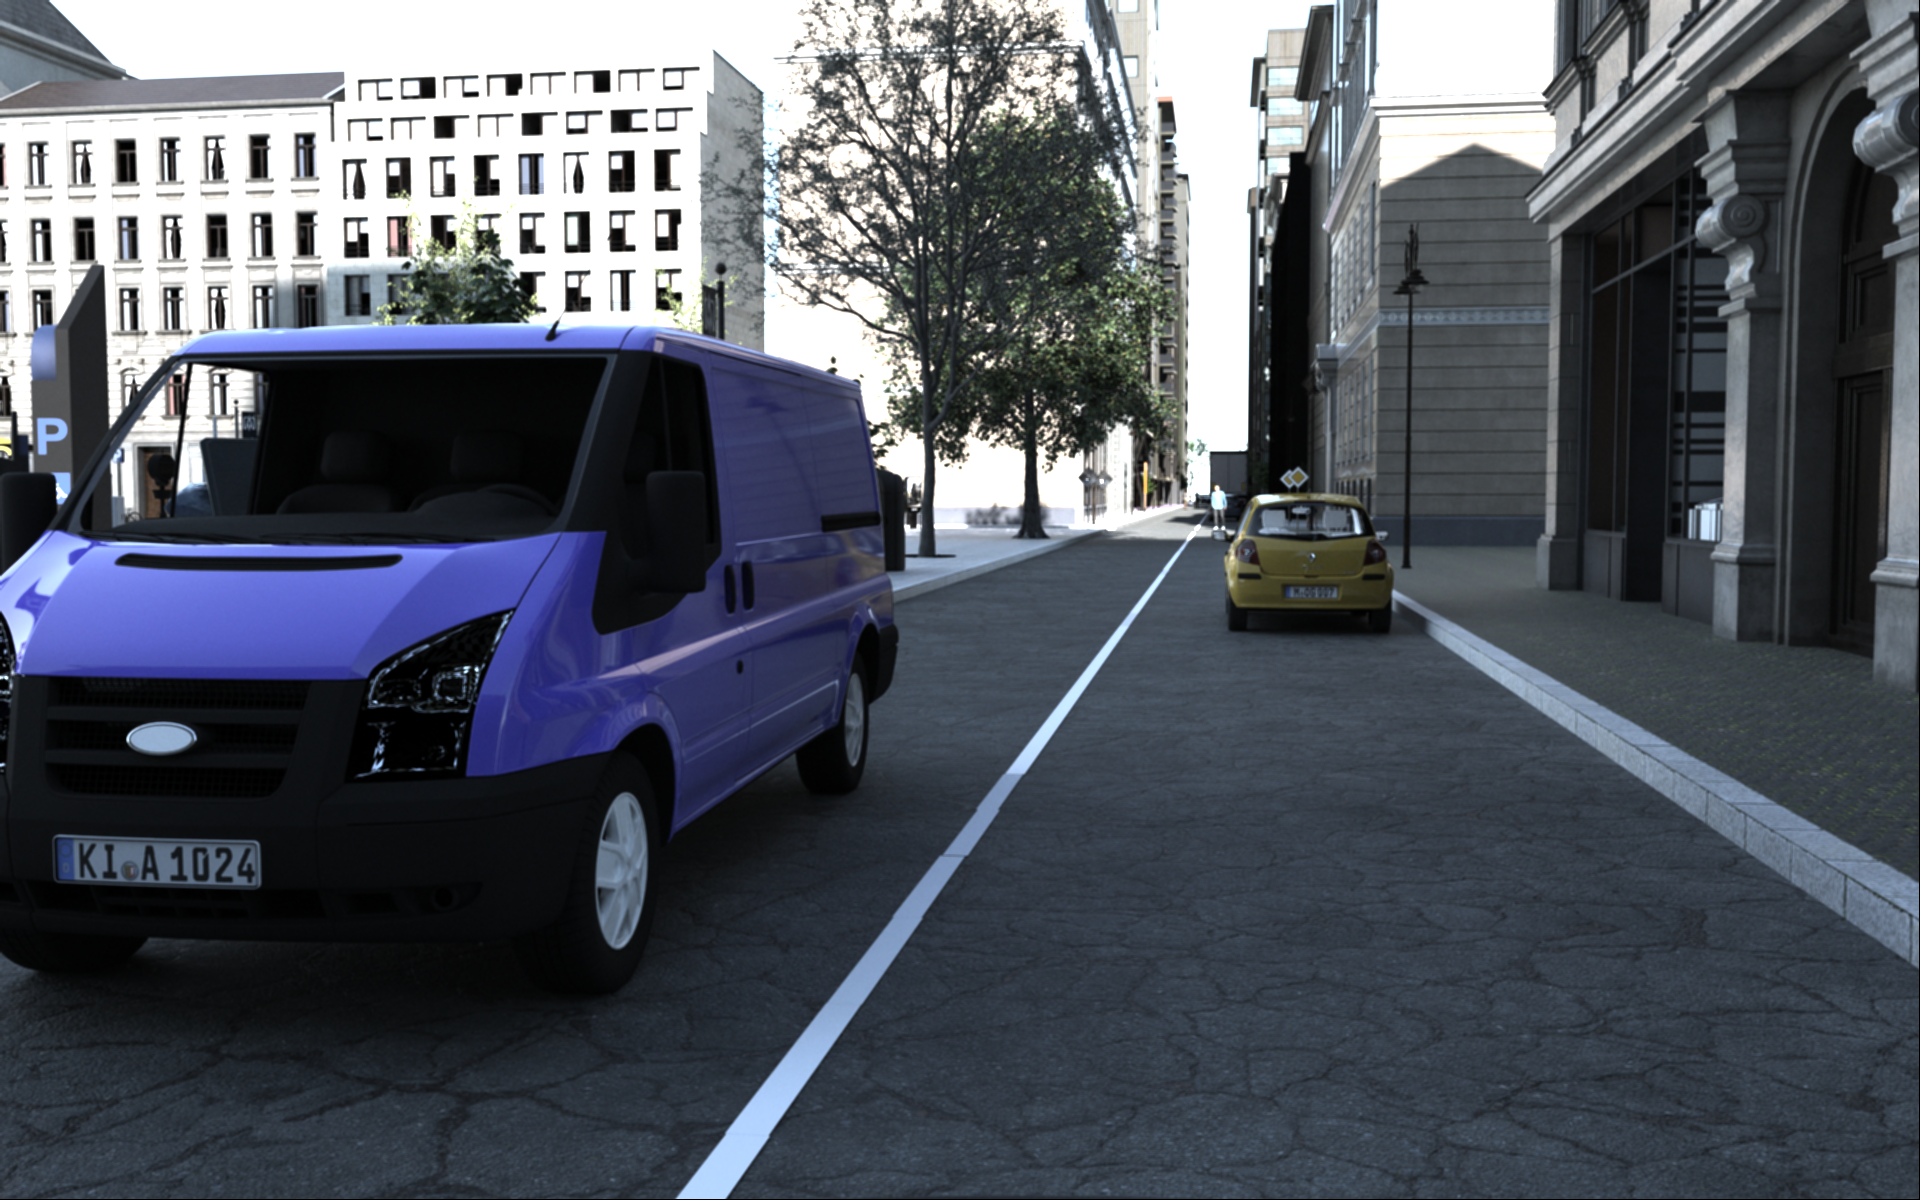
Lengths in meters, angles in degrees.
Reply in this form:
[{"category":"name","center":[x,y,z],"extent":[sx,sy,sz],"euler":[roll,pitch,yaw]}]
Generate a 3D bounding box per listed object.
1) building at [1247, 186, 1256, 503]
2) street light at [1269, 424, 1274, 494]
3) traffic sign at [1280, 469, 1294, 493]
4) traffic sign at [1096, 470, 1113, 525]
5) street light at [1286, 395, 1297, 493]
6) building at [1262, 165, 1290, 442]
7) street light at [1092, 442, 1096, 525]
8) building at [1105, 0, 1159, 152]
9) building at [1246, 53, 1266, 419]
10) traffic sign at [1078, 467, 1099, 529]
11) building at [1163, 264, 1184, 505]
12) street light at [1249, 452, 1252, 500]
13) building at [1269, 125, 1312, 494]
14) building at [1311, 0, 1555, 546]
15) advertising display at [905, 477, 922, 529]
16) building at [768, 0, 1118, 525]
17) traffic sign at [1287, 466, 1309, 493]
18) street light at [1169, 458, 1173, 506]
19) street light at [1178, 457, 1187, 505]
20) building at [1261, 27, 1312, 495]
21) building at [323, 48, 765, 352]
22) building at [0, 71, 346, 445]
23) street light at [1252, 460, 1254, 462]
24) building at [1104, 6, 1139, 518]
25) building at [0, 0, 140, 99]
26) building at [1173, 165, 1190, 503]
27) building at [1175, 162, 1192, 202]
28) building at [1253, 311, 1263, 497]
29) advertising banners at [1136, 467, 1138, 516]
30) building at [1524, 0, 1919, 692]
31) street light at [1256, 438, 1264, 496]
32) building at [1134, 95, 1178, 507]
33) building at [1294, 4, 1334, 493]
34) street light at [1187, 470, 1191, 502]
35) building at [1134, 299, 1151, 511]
[{"category":"building","center":[47.741,-36.339,244.256],"extent":[14.600,45.320,14.200],"euler":[1,4,9]},{"category":"street light","center":[20.254,-8.531,112.275],"extent":[0.468,5.910,1.993],"euler":[1,4,9]},{"category":"traffic sign","center":[13.359,-4.074,70.258],"extent":[0.795,2.450,0.064],"euler":[1,4,9]},{"category":"traffic sign","center":[5.903,-4.144,71.404],"extent":[0.795,2.450,0.064],"euler":[1,4,9]},{"category":"street light","center":[15.450,-6.613,80.910],"extent":[0.468,5.910,1.993],"euler":[1,4,9]},{"category":"building","center":[30.149,-21.014,130.973],"extent":[14.401,28.519,23.554],"euler":[1,4,9]},{"category":"street light","center":[5.589,-6.079,72.174],"extent":[0.468,5.910,1.993],"euler":[1,4,9]},{"category":"building","center":[4.514,-34.984,161.227],"extent":[28.713,52.752,27.495],"euler":[1,4,9]},{"category":"building","center":[48.451,-37.545,203.105],"extent":[28.713,52.752,27.495],"euler":[1,4,9]},{"category":"traffic sign","center":[4.707,-3.662,63.509],"extent":[0.795,2.450,0.064],"euler":[1,4,9]},{"category":"building","center":[19.518,-26.794,209.782],"extent":[14.160,30.474,14.107],"euler":[1,4,9]},{"category":"street light","center":[31.679,-13.190,188.439],"extent":[0.468,5.910,1.993],"euler":[1,4,9]},{"category":"building","center":[26.376,-17.216,111.163],"extent":[12.332,23.373,15.834],"euler":[1,4,9]},{"category":"building","center":[17.845,-16.205,50.853],"extent":[13.634,28.700,20.117],"euler":[1,4,9]},{"category":"advertising display","center":[-1.727,-3.598,64.041],"extent":[0.123,1.923,0.974],"euler":[2,4,32]},{"category":"building","center":[0.080,-18.068,81.312],"extent":[13.634,28.700,20.117],"euler":[1,4,9]},{"category":"traffic sign","center":[12.163,-3.591,62.363],"extent":[0.795,2.450,0.064],"euler":[1,4,9]},{"category":"street light","center":[21.817,-12.629,179.264],"extent":[0.468,5.910,1.993],"euler":[1,4,9]},{"category":"street light","center":[29.476,-15.703,229.537],"extent":[0.468,5.910,1.993],"euler":[1,4,9]},{"category":"building","center":[34.257,-28.840,155.131],"extent":[14.154,41.232,14.086],"euler":[1,4,9]},{"category":"building","center":[-18.408,-13.721,79.087],"extent":[16.860,20.320,10.420],"euler":[1,4,9]},{"category":"building","center":[-35.677,-14.261,82.324],"extent":[18.267,20.994,9.793],"euler":[1,4,9]},{"category":"street light","center":[27.014,-11.274,157.123],"extent":[0.468,5.910,1.993],"euler":[1,4,9]},{"category":"building","center":[4.562,-20.080,105.802],"extent":[11.434,29.767,29.804],"euler":[1,4,9]},{"category":"building","center":[-56.645,-18.386,87.998],"extent":[23.554,28.519,14.401],"euler":[1,4,9]},{"category":"building","center":[22.726,-38.591,254.658],"extent":[21.300,48.544,21.600],"euler":[1,4,9]},{"category":"building","center":[22.497,-42.208,279.344],"extent":[28.713,52.752,27.495],"euler":[1,4,9]},{"category":"building","center":[44.154,-20.242,176.003],"extent":[27.650,21.520,28.899],"euler":[1,4,9]},{"category":"advertising banners","center":[10.221,-6.334,99.752],"extent":[0.090,3.025,2.074],"euler":[0,4,6]},{"category":"building","center":[12.162,-10.425,21.366],"extent":[10.553,20.767,40.483],"euler":[1,4,9]},{"category":"street light","center":[24.961,-10.443,143.533],"extent":[0.468,5.910,1.993],"euler":[1,4,9]},{"category":"building","center":[12.333,-32.668,188.739],"extent":[22.147,44.769,28.867],"euler":[1,4,9]},{"category":"building","center":[30.010,-14.794,75.173],"extent":[30.059,22.955,16.112],"euler":[1,4,9]},{"category":"street light","center":[34.096,-17.605,260.635],"extent":[0.468,5.910,1.993],"euler":[1,4,9]},{"category":"building","center":[5.785,-16.026,129.481],"extent":[16.820,18.784,16.811],"euler":[1,4,9]}]
